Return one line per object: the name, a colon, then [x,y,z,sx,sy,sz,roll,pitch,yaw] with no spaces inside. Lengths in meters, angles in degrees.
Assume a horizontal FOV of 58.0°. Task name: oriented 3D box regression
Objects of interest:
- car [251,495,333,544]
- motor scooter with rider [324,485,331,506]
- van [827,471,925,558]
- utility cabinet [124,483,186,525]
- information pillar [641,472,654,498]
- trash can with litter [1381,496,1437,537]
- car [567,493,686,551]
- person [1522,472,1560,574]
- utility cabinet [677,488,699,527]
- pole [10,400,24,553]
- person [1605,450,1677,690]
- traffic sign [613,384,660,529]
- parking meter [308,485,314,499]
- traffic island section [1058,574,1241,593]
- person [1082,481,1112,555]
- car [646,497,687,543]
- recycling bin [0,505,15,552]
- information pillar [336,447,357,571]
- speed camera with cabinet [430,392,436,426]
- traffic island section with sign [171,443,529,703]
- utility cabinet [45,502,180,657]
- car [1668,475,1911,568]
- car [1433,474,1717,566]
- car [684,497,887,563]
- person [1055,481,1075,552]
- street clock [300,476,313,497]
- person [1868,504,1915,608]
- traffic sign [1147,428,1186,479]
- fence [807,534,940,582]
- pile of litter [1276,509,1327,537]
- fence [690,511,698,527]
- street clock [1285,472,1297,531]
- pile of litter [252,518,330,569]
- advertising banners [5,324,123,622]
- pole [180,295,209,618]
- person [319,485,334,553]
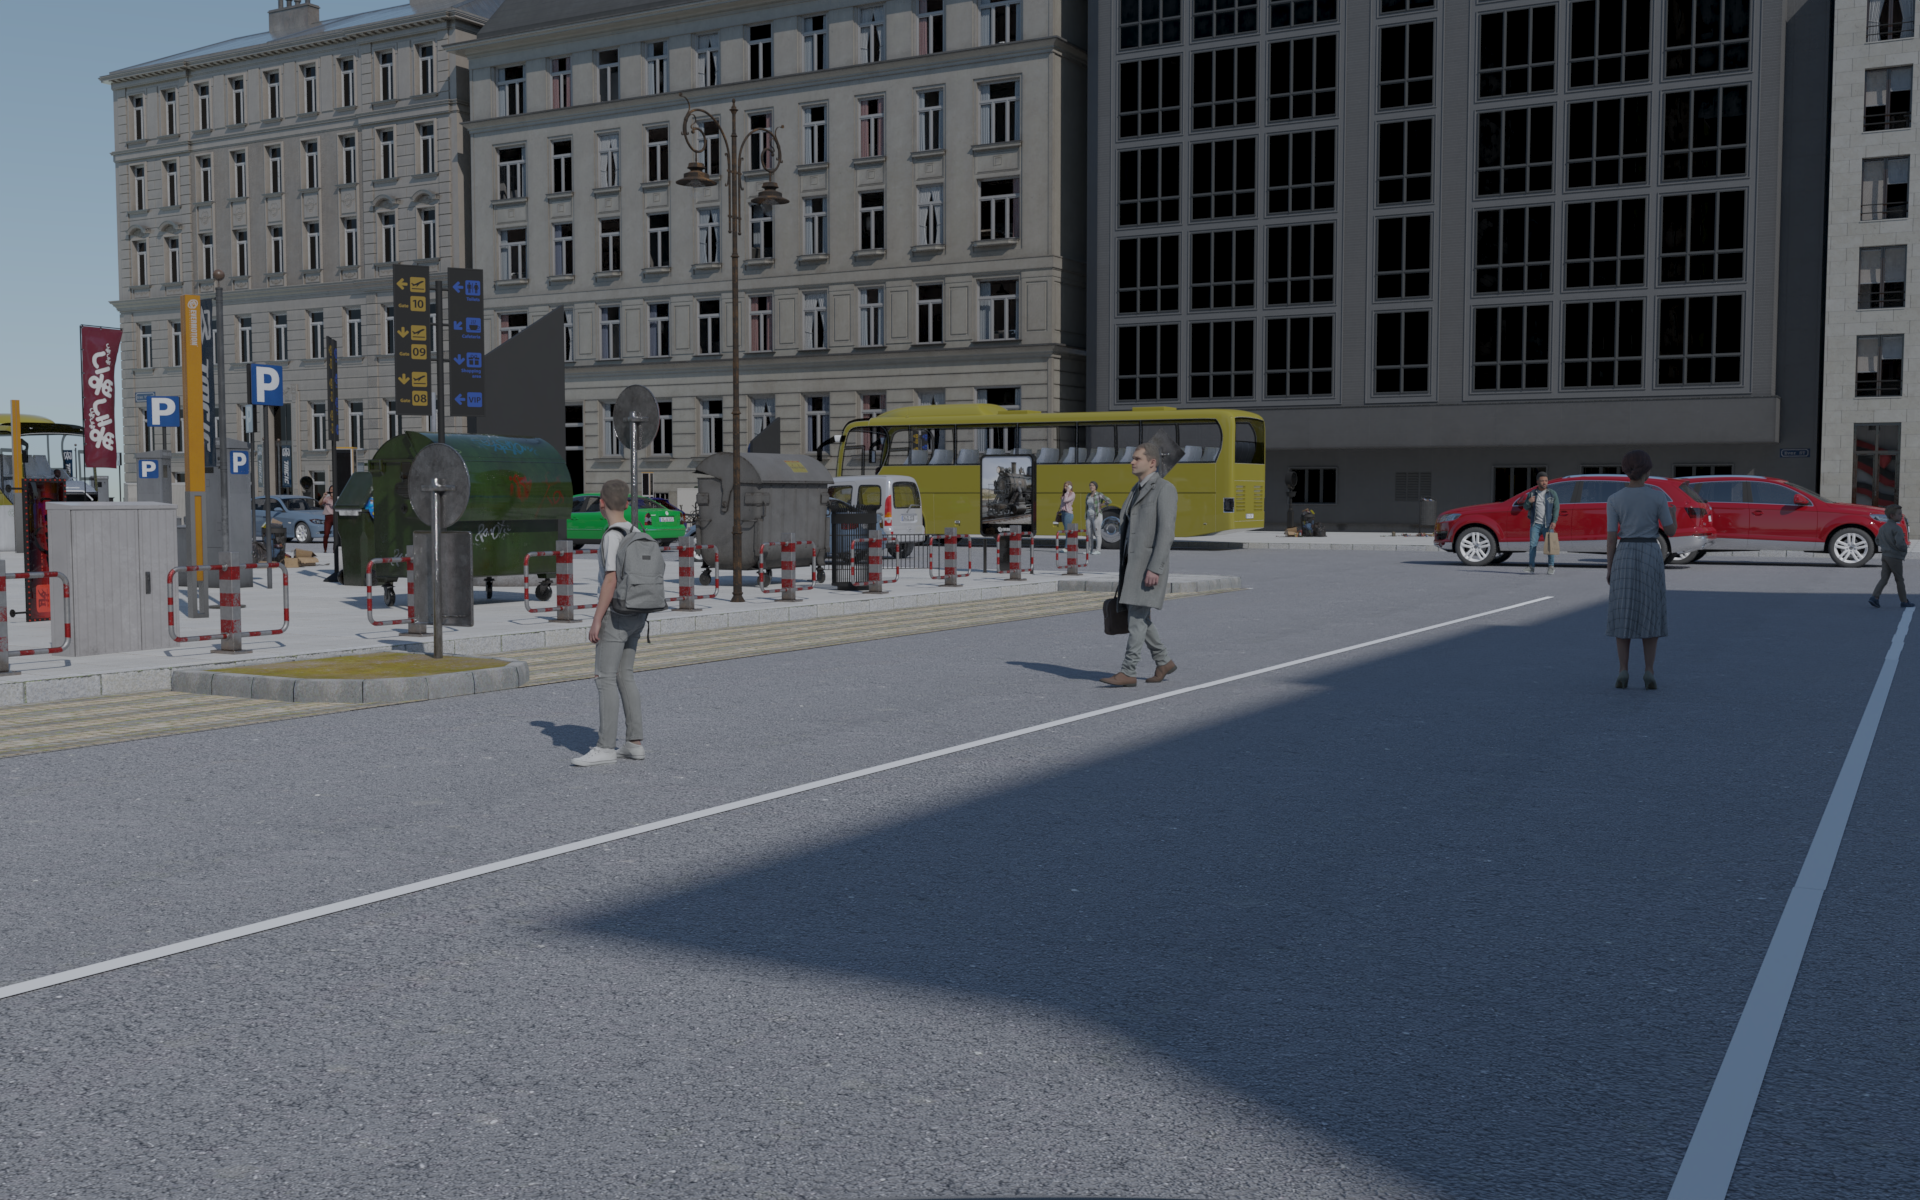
car: [-19.868,-2.419,51.549,4.499,1.417,2.014,2,4,31]
motor scooter with rider: [-20.914,-3.000,58.016,1.986,1.779,0.876,2,4,32]
van: [-2.860,-1.949,38.885,4.112,2.044,2.013,2,4,29]
utility cabinet: [-15.866,-1.567,34.293,1.173,1.500,0.318,-3,5,-40]
information pillar: [-10.522,-3.295,58.373,0.304,2.012,0.304,1,4,16]
trash can with litter: [13.736,-2.527,52.378,2.233,1.210,1.678,0,4,-5]
car: [-9.086,-2.107,43.242,4.718,1.807,1.959,2,4,29]
person: [10.373,-1.362,30.746,0.713,1.824,0.794,-3,5,-41]
utility cabinet: [-10.177,-3.504,65.974,1.173,1.500,0.318,-1,4,-11]
pole: [-20.438,-2.673,37.550,0.158,3.312,0.155,0,3,0]
person: [5.019,-0.226,12.764,0.480,1.755,0.524,2,4,24]
traffic sign: [-3.789,-1.226,20.149,0.768,2.556,0.104,3,4,36]
parking meter: [-29.318,-4.433,78.183,0.255,1.863,0.399,-1,4,-17]
traffic island section: [3.009,-0.249,26.345,2.009,0.180,2.903,2,4,30]
person: [3.192,-1.946,41.046,0.376,1.734,0.841,-2,4,-35]
car: [-10.019,-2.361,51.182,3.894,1.354,1.945,2,4,31]
recycling bin: [-21.446,-1.607,38.825,0.722,1.027,0.722,-2,4,-33]
information pillar: [-9.646,-1.391,27.233,0.304,2.012,0.304,0,4,-7]
speed camera with cabinet: [-10.904,-2.431,34.085,2.038,3.252,0.660,3,5,40]
traffic island section with sign: [-4.341,-0.256,12.814,1.989,1.847,2.006,2,4,30]
utility cabinet: [-6.872,-0.180,14.108,0.306,1.237,1.020,2,4,24]
car: [16.337,-1.624,35.229,5.304,1.827,2.281,2,4,30]
car: [12.116,-1.570,34.340,5.304,1.827,2.281,2,4,28]
car: [-3.720,-1.479,36.185,4.499,1.417,2.014,2,4,28]
person: [2.686,-2.052,42.647,0.643,1.750,0.593,-1,4,-23]
street clock: [-26.094,-3.952,69.190,0.471,2.002,0.358,-2,4,-31]
person: [11.735,-0.554,21.833,0.640,1.303,0.475,-1,4,-19]
traffic sign: [3.033,-1.384,26.270,0.795,2.450,0.064,2,4,30]
fence: [-1.244,-0.637,25.789,2.069,0.683,0.278,-1,4,-19]
pile of litter: [10.236,-2.317,51.853,1.719,0.858,1.176,0,4,-7]
fence: [-8.717,-2.876,62.404,2.069,0.683,0.278,-1,4,-11]
street clock: [10.755,-3.165,56.324,0.358,2.002,0.471,2,4,35]
pile of litter: [-11.878,-1.013,30.528,1.176,0.858,1.719,3,5,41]
advertising banners: [-9.249,-1.299,17.427,0.090,3.025,2.074,2,4,24]
pole: [-7.898,-1.469,17.865,0.158,3.312,0.155,0,3,0]
person: [-14.621,-1.856,40.302,0.517,1.644,0.566,2,4,25]
